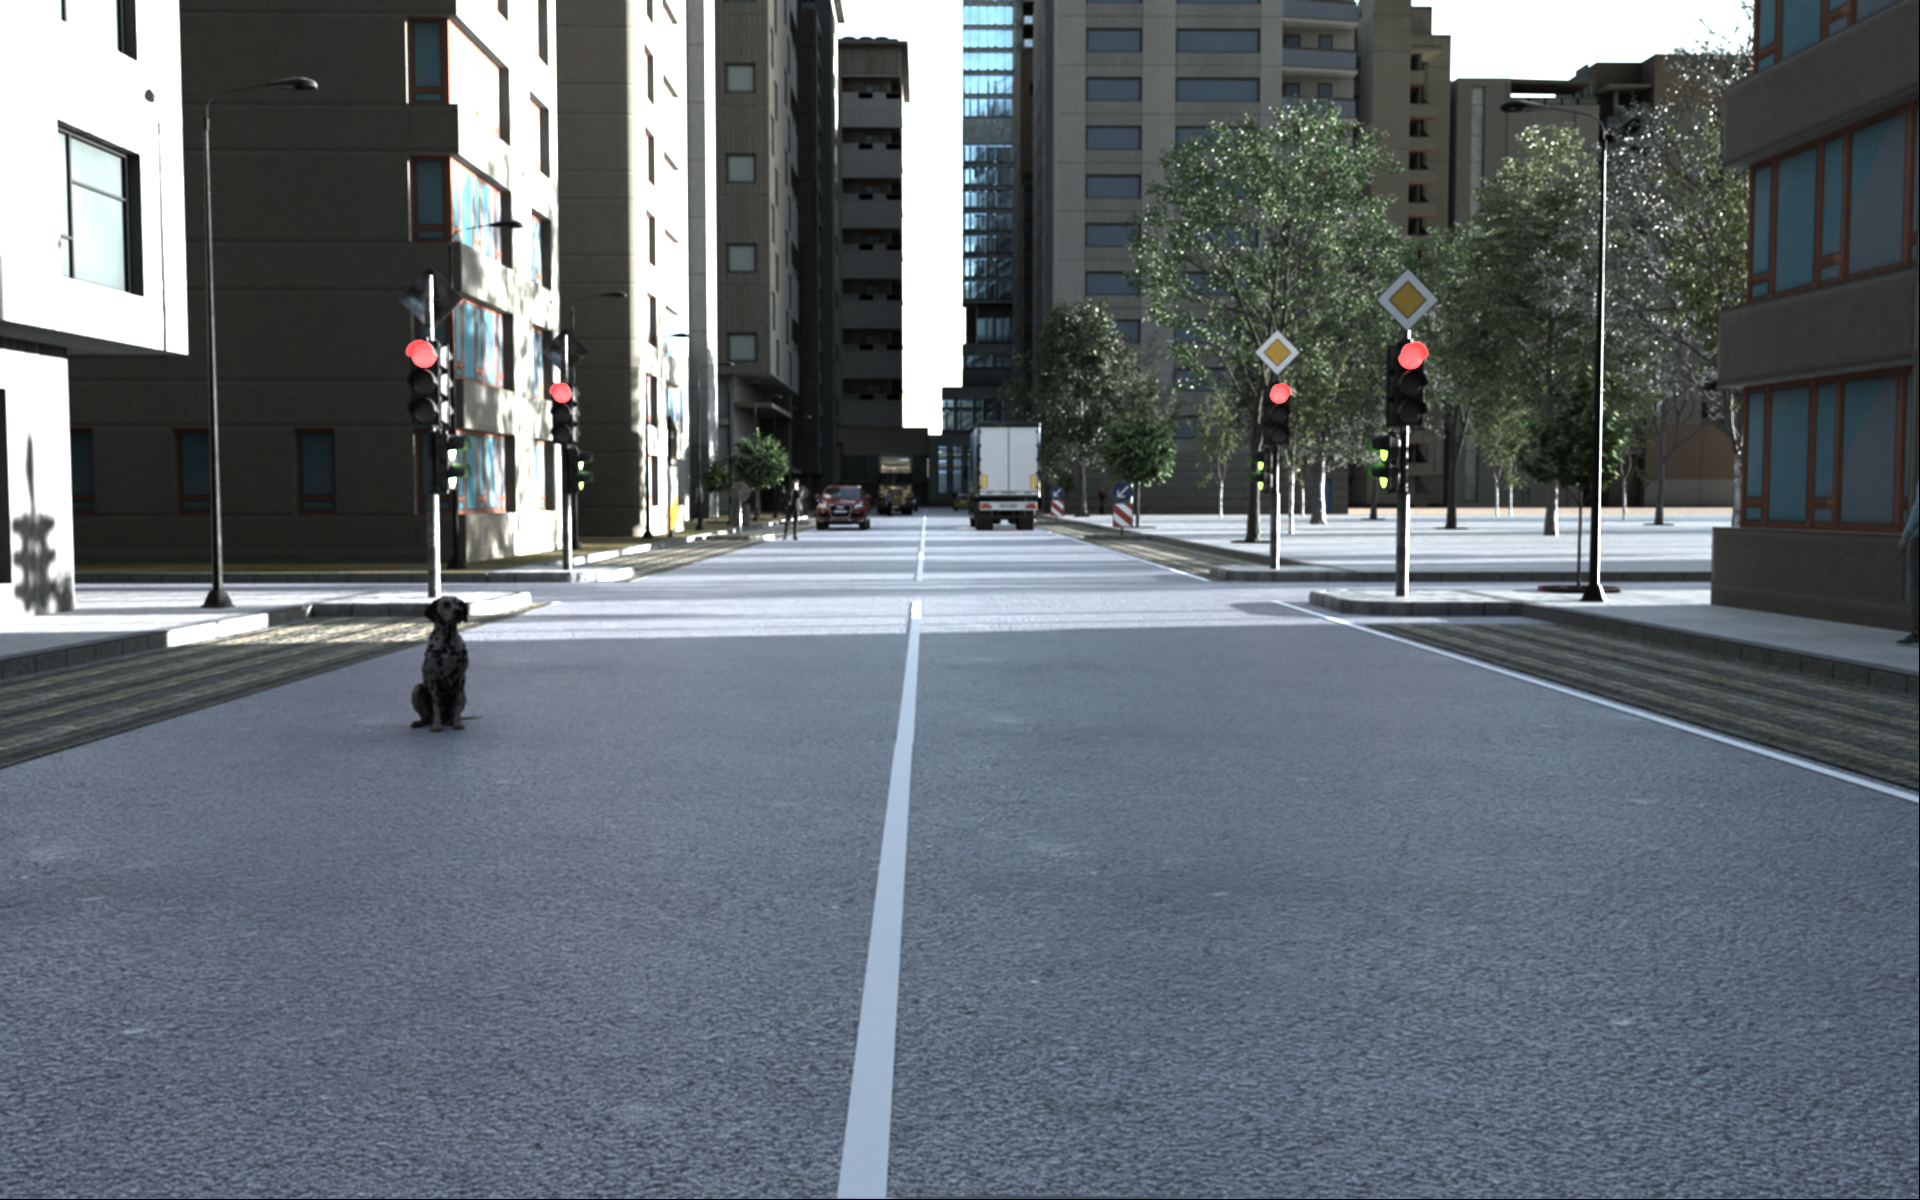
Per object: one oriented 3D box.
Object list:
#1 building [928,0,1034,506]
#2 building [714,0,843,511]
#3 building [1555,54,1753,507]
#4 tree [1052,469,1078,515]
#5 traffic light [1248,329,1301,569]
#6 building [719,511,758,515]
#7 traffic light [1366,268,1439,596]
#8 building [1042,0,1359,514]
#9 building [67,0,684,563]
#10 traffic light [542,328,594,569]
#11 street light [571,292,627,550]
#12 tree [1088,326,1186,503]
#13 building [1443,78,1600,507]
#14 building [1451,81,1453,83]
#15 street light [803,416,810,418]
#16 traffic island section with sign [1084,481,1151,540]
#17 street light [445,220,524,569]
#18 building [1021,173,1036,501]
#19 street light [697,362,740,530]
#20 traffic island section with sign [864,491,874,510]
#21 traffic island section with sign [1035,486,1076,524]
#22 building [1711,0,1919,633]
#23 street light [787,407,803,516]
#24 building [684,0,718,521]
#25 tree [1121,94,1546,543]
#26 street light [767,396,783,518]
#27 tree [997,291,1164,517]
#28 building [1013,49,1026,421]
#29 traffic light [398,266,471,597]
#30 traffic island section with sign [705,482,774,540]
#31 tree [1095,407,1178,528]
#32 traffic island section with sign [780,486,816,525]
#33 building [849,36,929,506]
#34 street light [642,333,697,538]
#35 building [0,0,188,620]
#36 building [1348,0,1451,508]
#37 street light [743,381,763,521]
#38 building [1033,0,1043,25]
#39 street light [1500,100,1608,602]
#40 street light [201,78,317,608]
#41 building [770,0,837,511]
[{"bbox_3d":[11.857,-54.118,197.499,31.000,86.520,22.319,0,4,-1],"label":"building"},{"bbox_3d":[-25.262,-35.222,165.125,27.495,52.752,28.713,0,4,-1],"label":"building"},{"bbox_3d":[69.042,-32.059,174.268,14.200,45.320,14.600,0,4,-1],"label":"building"},{"bbox_3d":[6.669,-6.935,107.994,1.663,3.219,1.824,0,3,0],"label":"tree"},{"bbox_3d":[5.386,-2.492,29.657,0.839,4.253,0.868,0,4,-1],"label":"traffic light"},{"bbox_3d":[-25.237,-32.313,117.557,28.713,52.752,27.495,0,4,-1],"label":"building"},{"bbox_3d":[5.538,-2.003,21.674,0.839,4.253,0.868,0,4,-1],"label":"traffic light"},{"bbox_3d":[16.331,-35.470,121.929,21.231,58.520,28.212,0,4,-1],"label":"building"},{"bbox_3d":[-23.266,-12.270,45.661,27.650,21.520,28.899,0,4,-1],"label":"building"},{"bbox_3d":[-6.673,-2.477,29.412,0.839,4.253,0.868,0,4,-1],"label":"traffic light"},{"bbox_3d":[-8.354,-4.120,39.906,1.470,5.913,1.316,0,4,-1],"label":"street light"},{"bbox_3d":[7.814,-7.724,76.644,4.360,8.622,3.978,0,3,0],"label":"tree"},{"bbox_3d":[54.338,-29.987,173.889,14.086,41.232,14.154,0,4,-1],"label":"building"},{"bbox_3d":[43.001,-35.503,200.076,30.456,49.044,23.786,0,4,-1],"label":"building"},{"bbox_3d":[-9.573,-7.971,102.863,1.470,5.913,1.316,0,4,-1],"label":"street light"},{"bbox_3d":[4.955,-2.827,54.843,1.989,1.847,2.006,0,4,-1],"label":"traffic island section with sign"},{"bbox_3d":[-8.101,-3.486,29.538,1.470,5.913,1.316,0,4,-1],"label":"street light"},{"bbox_3d":[12.463,-23.647,158.329,14.160,30.474,14.107,0,4,-1],"label":"building"},{"bbox_3d":[-8.677,-5.419,61.144,1.470,5.913,1.316,0,4,-1],"label":"street light"},{"bbox_3d":[-8.852,-9.151,158.243,1.989,1.847,2.006,0,4,-1],"label":"traffic island section with sign"},{"bbox_3d":[4.433,-4.483,81.926,1.989,1.847,2.006,0,4,-1],"label":"traffic island section with sign"},{"bbox_3d":[22.830,-9.804,5.333,27.650,21.520,28.899,0,4,-1],"label":"building"},{"bbox_3d":[-9.353,-7.346,92.656,1.470,5.913,1.316,0,4,-1],"label":"street light"},{"bbox_3d":[-23.763,-32.967,81.016,21.231,58.520,28.212,0,4,-1],"label":"building"},{"bbox_3d":[7.895,-7.311,45.294,9.928,11.665,9.643,0,3,0],"label":"tree"},{"bbox_3d":[-9.104,-6.680,81.763,1.470,5.913,1.316,0,4,-1],"label":"street light"},{"bbox_3d":[6.929,-11.087,98.284,9.611,12.733,9.660,0,3,0],"label":"tree"},{"bbox_3d":[12.502,-31.936,172.263,14.600,45.320,14.200,0,4,-1],"label":"building"},{"bbox_3d":[-6.520,-1.988,21.429,0.839,4.253,0.868,0,4,-1],"label":"traffic light"},{"bbox_3d":[-6.854,-2.784,54.151,1.989,1.847,2.006,0,4,-1],"label":"traffic island section with sign"},{"bbox_3d":[6.785,-5.039,66.107,4.285,4.588,4.351,0,3,0],"label":"tree"},{"bbox_3d":[-7.375,-4.434,81.126,1.989,1.847,2.006,0,4,-1],"label":"traffic island section with sign"},{"bbox_3d":[-17.452,-37.446,201.486,27.495,52.752,28.713,0,4,-1],"label":"building"},{"bbox_3d":[-8.521,-4.745,50.115,1.470,5.913,1.316,0,4,-1],"label":"street light"},{"bbox_3d":[-15.687,-14.877,14.941,14.107,30.474,14.160,0,4,-1],"label":"building"},{"bbox_3d":[36.266,-33.445,170.527,21.600,48.544,21.300,0,4,-1],"label":"building"},{"bbox_3d":[-8.967,-6.056,71.554,1.470,5.913,1.316,0,4,-1],"label":"street light"},{"bbox_3d":[13.348,-30.193,143.763,14.600,45.320,14.200,0,4,-1],"label":"building"},{"bbox_3d":[7.071,-2.941,20.622,1.470,5.913,1.316,0,4,-1],"label":"street light"},{"bbox_3d":[-7.874,-2.871,19.476,1.470,5.913,1.316,0,4,-1],"label":"street light"},{"bbox_3d":[-17.364,-27.842,138.814,14.154,41.232,14.086,0,4,-1],"label":"building"}]
